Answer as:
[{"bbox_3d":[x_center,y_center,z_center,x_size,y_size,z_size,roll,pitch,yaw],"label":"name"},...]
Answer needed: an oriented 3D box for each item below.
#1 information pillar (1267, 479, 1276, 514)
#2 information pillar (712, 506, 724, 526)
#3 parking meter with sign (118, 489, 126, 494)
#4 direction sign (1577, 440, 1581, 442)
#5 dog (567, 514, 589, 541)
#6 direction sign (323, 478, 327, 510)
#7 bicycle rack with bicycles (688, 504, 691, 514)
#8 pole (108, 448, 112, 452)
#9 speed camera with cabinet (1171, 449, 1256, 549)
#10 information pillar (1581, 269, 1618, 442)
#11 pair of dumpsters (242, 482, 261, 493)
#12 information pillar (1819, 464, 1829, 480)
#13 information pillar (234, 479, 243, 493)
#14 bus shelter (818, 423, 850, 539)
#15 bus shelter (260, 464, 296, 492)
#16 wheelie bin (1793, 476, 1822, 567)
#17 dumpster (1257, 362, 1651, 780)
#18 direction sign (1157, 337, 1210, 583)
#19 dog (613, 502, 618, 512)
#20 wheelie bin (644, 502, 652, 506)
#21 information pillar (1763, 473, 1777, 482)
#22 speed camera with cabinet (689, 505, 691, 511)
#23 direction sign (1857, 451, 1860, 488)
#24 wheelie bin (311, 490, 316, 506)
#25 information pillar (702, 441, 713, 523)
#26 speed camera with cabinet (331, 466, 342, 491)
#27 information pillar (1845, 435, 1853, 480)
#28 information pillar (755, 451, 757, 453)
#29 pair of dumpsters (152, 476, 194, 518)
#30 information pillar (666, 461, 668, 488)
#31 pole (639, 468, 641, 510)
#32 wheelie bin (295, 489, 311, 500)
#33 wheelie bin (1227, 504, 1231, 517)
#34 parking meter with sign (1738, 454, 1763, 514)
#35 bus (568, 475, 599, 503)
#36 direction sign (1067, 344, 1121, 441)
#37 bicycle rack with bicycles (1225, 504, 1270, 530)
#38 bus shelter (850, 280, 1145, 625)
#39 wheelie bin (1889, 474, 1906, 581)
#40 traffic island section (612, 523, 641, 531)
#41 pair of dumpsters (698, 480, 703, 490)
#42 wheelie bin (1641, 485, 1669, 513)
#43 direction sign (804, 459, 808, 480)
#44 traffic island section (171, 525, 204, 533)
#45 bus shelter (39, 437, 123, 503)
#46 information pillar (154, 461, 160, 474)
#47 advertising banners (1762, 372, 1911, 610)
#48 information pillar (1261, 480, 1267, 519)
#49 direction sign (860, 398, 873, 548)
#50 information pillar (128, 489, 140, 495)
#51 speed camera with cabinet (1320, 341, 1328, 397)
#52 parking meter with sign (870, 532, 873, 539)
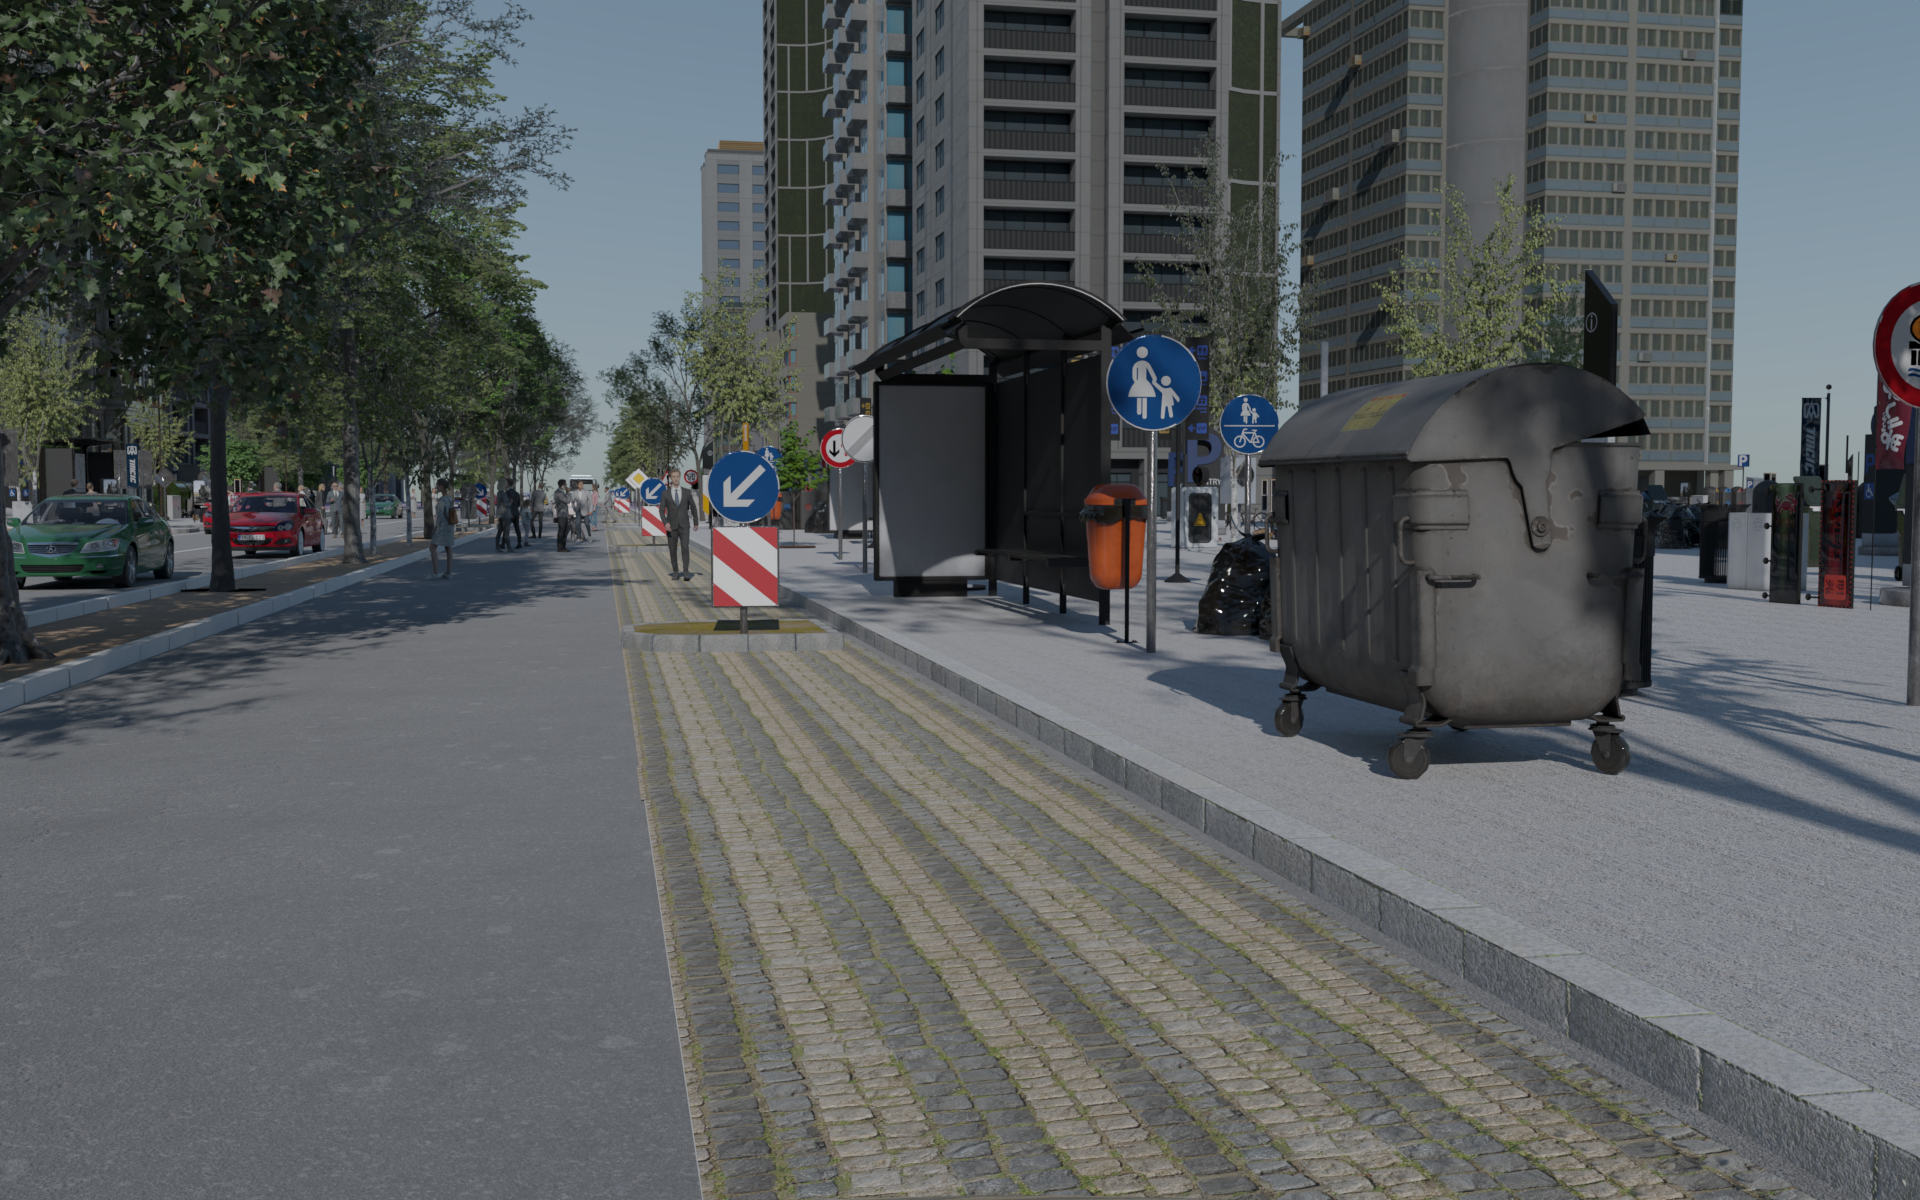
[{"bbox_3d":[15.673,-5.021,86.578,0.304,2.012,0.304,0,4,1],"label":"information pillar"},{"bbox_3d":[-8.758,-3.556,62.628,0.304,2.012,0.304,3,4,36],"label":"information pillar"},{"bbox_3d":[-55.093,-7.105,112.422,1.738,3.016,0.543,-3,5,-40],"label":"parking meter with sign"},{"bbox_3d":[18.872,-3.689,52.308,0.876,3.537,0.379,-3,4,-36],"label":"direction sign"},{"bbox_3d":[-11.684,-2.228,53.260,0.800,0.831,0.513,0,4,0],"label":"dog"},{"bbox_3d":[-52.566,-9.244,143.136,0.379,3.537,0.876,-1,4,-22],"label":"direction sign"},{"bbox_3d":[-16.563,-6.056,112.389,2.852,0.926,2.925,-3,4,-36],"label":"bicycle rack with bicycles"},{"bbox_3d":[-37.846,-5.103,77.272,0.158,3.312,0.155,0,3,0],"label":"pole"},{"bbox_3d":[6.031,-2.861,41.110,2.038,3.252,0.660,-2,4,-25],"label":"speed camera with cabinet"},{"bbox_3d":[6.601,-1.626,17.945,0.183,3.616,0.504,-1,4,-13],"label":"information pillar"},{"bbox_3d":[-41.081,-5.891,98.809,1.574,2.255,4.437,-1,4,-12],"label":"pair of dumpsters"},{"bbox_3d":[21.309,-2.353,42.965,0.304,2.012,0.304,0,4,5],"label":"information pillar"},{"bbox_3d":[-35.461,-4.933,85.142,0.304,2.012,0.304,0,4,-5],"label":"information pillar"},{"bbox_3d":[-2.479,-3.233,46.781,2.014,3.302,5.546,-1,4,-12],"label":"bus shelter"},{"bbox_3d":[-47.962,-8.018,122.379,1.731,3.624,6.357,-1,4,-12],"label":"bus shelter"},{"bbox_3d":[14.868,-1.381,30.494,0.980,1.594,0.693,-2,4,-23],"label":"wheelie bin"},{"bbox_3d":[2.376,-0.168,8.510,1.264,1.857,1.865,-1,4,-12],"label":"dumpster"},{"bbox_3d":[3.158,-2.022,25.062,0.876,3.537,0.379,0,4,3],"label":"direction sign"},{"bbox_3d":[-27.913,-7.565,140.523,0.513,0.831,0.800,-2,4,-23],"label":"dog"},{"bbox_3d":[-24.248,-7.768,134.916,0.693,1.594,0.980,-2,4,-35],"label":"wheelie bin"},{"bbox_3d":[27.929,-3.381,59.771,0.304,2.012,0.304,-2,4,-27],"label":"information pillar"},{"bbox_3d":[-20.185,-8.545,134.049,0.660,3.252,2.038,1,4,23],"label":"speed camera with cabinet"},{"bbox_3d":[47.763,-6.124,92.131,0.379,3.537,0.876,2,4,25],"label":"direction sign"},{"bbox_3d":[-53.612,-8.288,143.411,0.693,1.594,0.980,3,4,36],"label":"wheelie bin"},{"bbox_3d":[-10.980,-5.151,75.573,0.504,3.616,0.183,-2,4,-25],"label":"information pillar"},{"bbox_3d":[-43.998,-7.873,123.053,0.660,3.252,2.038,-3,5,-44],"label":"speed camera with cabinet"},{"bbox_3d":[35.342,-4.754,69.077,0.183,3.616,0.504,2,4,26],"label":"information pillar"},{"bbox_3d":[-10.991,-6.179,92.383,0.183,3.616,0.504,3,4,38],"label":"information pillar"},{"bbox_3d":[-41.967,-5.507,92.536,1.574,2.255,4.437,-1,4,-12],"label":"pair of dumpsters"},{"bbox_3d":[-18.899,-7.371,111.878,0.183,3.616,0.504,0,4,4],"label":"information pillar"},{"bbox_3d":[-25.338,-8.741,136.753,0.158,3.312,0.155,0,3,0],"label":"pole"},{"bbox_3d":[-46.117,-6.913,120.933,0.693,1.594,0.980,3,5,40],"label":"wheelie bin"},{"bbox_3d":[12.998,-4.582,82.821,0.980,1.594,0.693,1,4,14],"label":"wheelie bin"},{"bbox_3d":[35.164,-4.911,76.557,1.738,3.016,0.543,-2,4,-28],"label":"parking meter with sign"},{"bbox_3d":[-38.009,-11.009,174.853,2.948,3.499,13.247,-1,4,-11],"label":"bus"},{"bbox_3d":[1.900,-2.039,25.336,0.876,3.537,0.379,0,4,2],"label":"direction sign"},{"bbox_3d":[9.372,-3.015,62.681,2.925,0.926,2.852,3,5,39],"label":"bicycle rack with bicycles"},{"bbox_3d":[0.216,-1.542,19.128,2.014,3.302,5.546,-1,4,-12],"label":"bus shelter"},{"bbox_3d":[14.155,-1.072,25.428,0.693,1.594,0.980,-3,5,-41],"label":"wheelie bin"},{"bbox_3d":[-14.127,-3.253,75.462,2.009,0.180,2.903,-1,4,-12],"label":"traffic island section"},{"bbox_3d":[-18.071,-7.506,125.223,1.574,2.255,4.437,-1,4,-12],"label":"pair of dumpsters"},{"bbox_3d":[23.414,-3.096,58.524,0.980,1.594,0.693,-1,4,-15],"label":"wheelie bin"},{"bbox_3d":[-9.866,-7.118,108.370,0.876,3.537,0.379,-3,5,-41],"label":"direction sign"},{"bbox_3d":[-29.435,-2.560,64.143,2.009,0.180,2.903,-1,4,-12],"label":"traffic island section"},{"bbox_3d":[-37.373,-5.045,73.773,1.731,3.624,6.357,-1,4,-12],"label":"bus shelter"},{"bbox_3d":[-56.346,-7.972,121.691,0.504,3.616,0.183,-2,4,-24],"label":"information pillar"},{"bbox_3d":[9.878,-1.426,19.496,0.090,3.025,2.074,-1,4,-18],"label":"advertising banners"},{"bbox_3d":[15.539,-5.128,88.333,0.304,2.012,0.304,1,4,12],"label":"information pillar"},{"bbox_3d":[-2.039,-2.997,41.002,0.379,3.537,0.876,3,5,42],"label":"direction sign"},{"bbox_3d":[-54.686,-7.526,114.398,0.183,3.616,0.504,3,5,43],"label":"information pillar"},{"bbox_3d":[4.836,-1.684,21.862,0.660,3.252,2.038,0,4,7],"label":"speed camera with cabinet"},{"bbox_3d":[-1.916,-3.312,50.407,1.738,3.016,0.543,-3,5,-39],"label":"parking meter with sign"}]
